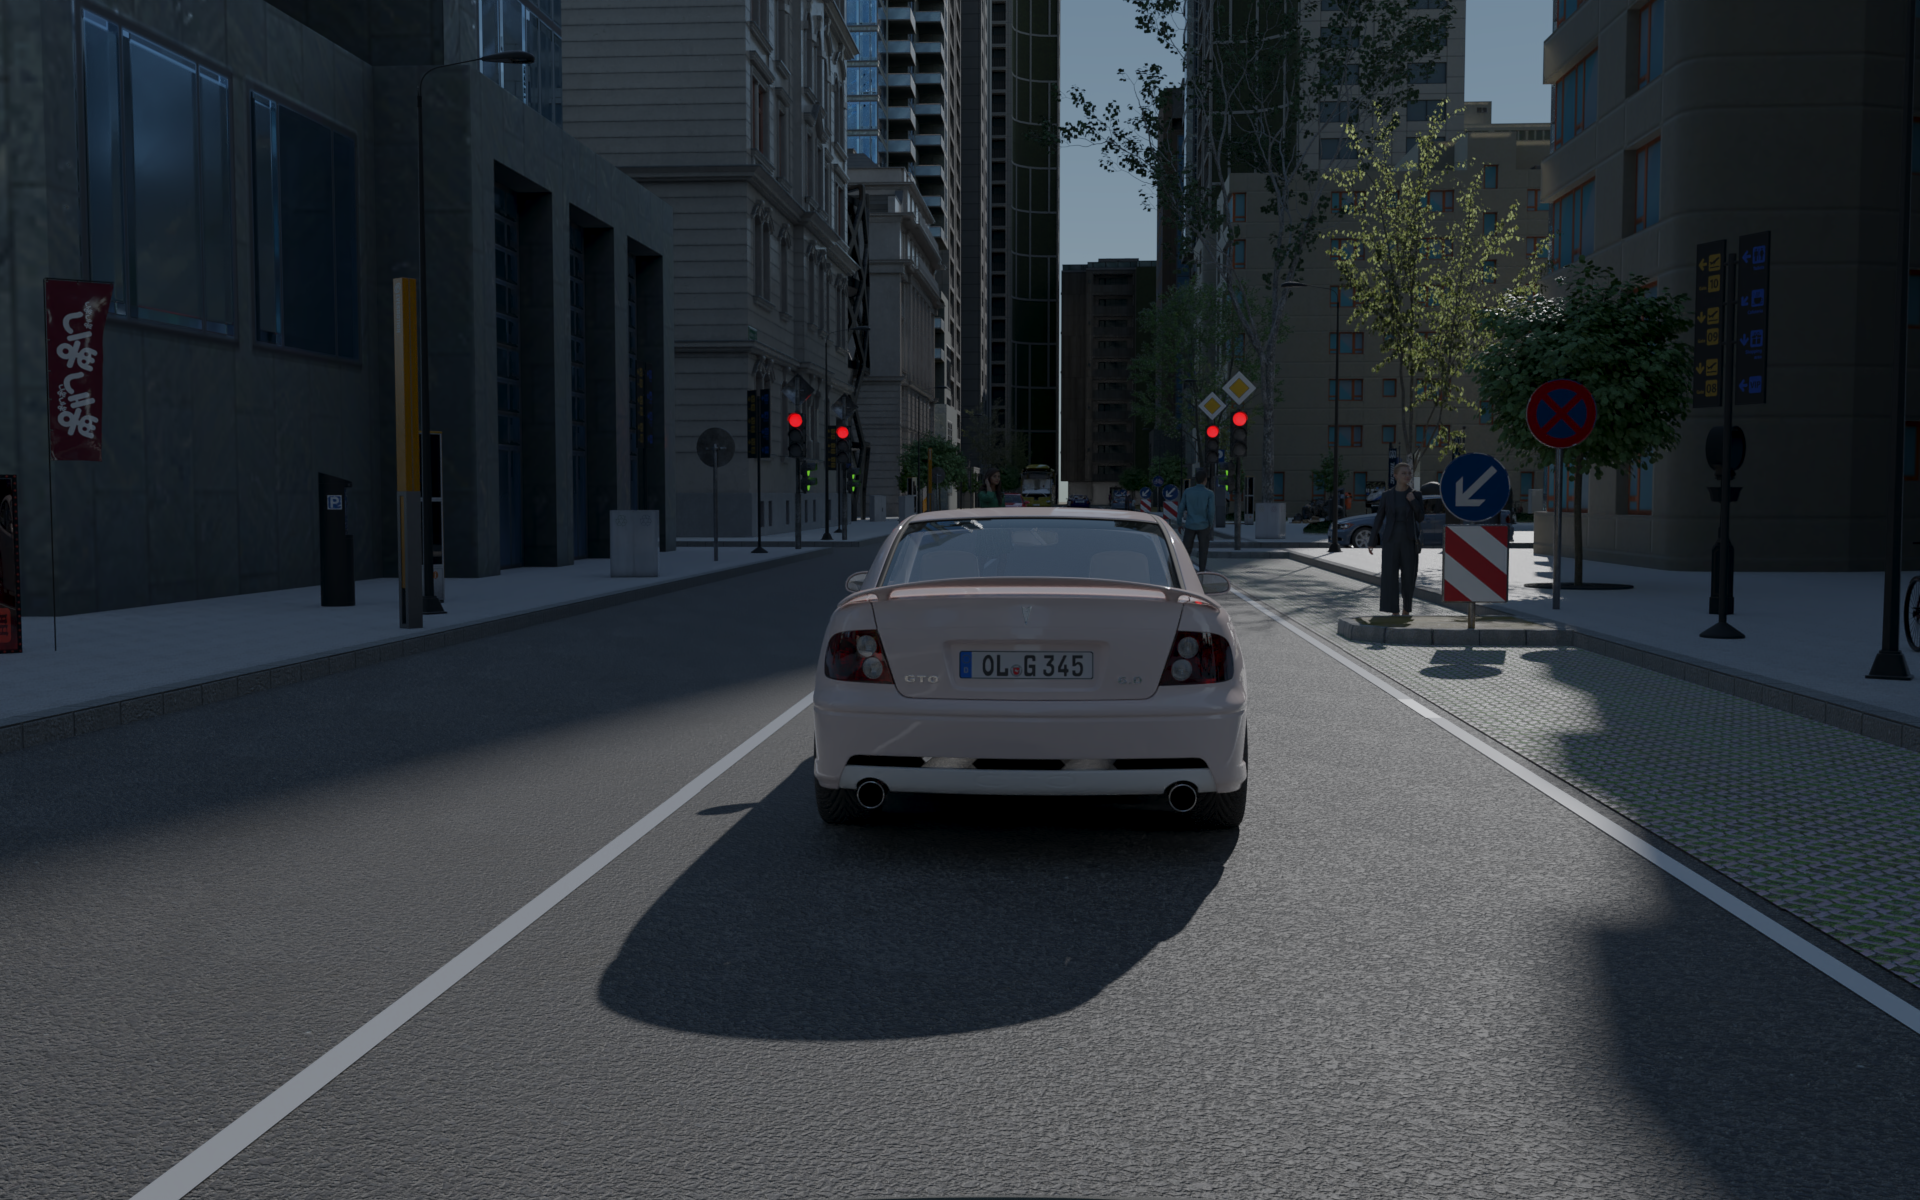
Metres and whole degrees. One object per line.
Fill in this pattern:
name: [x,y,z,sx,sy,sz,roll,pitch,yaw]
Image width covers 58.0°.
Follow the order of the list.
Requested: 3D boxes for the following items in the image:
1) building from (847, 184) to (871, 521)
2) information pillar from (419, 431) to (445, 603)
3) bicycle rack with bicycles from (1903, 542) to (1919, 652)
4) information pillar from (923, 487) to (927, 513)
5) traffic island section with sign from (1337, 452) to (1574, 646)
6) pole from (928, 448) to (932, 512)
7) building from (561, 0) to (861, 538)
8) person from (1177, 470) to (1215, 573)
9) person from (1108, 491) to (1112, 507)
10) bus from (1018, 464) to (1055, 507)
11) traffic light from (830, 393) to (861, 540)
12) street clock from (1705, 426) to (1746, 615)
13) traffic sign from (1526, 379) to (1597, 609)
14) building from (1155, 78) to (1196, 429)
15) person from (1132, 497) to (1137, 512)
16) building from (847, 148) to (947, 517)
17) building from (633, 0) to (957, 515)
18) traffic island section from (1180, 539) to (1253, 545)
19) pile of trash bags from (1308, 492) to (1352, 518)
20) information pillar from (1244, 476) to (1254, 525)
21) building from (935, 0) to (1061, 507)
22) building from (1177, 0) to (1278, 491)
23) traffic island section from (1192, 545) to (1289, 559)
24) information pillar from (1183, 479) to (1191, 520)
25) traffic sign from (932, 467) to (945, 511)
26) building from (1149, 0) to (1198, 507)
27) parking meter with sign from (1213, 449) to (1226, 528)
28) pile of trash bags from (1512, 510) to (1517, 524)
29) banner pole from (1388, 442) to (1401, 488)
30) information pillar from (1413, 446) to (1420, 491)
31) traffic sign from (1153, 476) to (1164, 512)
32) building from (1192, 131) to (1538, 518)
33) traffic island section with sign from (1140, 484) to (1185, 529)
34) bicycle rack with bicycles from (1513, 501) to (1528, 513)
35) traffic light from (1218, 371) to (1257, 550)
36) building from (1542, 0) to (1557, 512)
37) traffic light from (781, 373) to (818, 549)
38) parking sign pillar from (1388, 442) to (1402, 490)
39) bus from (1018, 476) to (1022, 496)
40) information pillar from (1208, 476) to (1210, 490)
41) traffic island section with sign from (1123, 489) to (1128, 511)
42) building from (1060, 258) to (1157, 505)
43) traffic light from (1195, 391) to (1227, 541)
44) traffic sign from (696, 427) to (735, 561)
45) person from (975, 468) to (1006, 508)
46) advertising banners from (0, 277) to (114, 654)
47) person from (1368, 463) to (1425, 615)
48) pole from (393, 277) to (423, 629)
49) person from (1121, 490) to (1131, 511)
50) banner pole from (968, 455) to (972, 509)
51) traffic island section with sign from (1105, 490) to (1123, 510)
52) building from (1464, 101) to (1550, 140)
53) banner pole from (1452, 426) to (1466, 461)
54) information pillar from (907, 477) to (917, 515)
building: [-12.877,-13.150,82.462,16.820,18.784,16.811,0,4,4]
information pillar: [-6.269,-0.966,20.287,0.304,2.012,0.304,2,4,25]
bicycle rack with bicycles: [8.424,0.046,12.627,2.852,0.926,2.925,1,4,18]
information pillar: [-1.933,-6.593,99.155,0.504,3.616,0.183,3,5,40]
traffic island section with sign: [4.835,-0.526,17.227,1.989,1.847,2.006,0,4,4]
pole: [-1.336,-5.074,76.802,0.158,3.312,0.155,0,3,0]
building: [-11.558,-16.774,61.649,14.401,28.519,23.554,0,4,4]
person: [3.824,-1.203,28.192,0.660,1.820,0.620,1,4,21]
person: [15.582,-10.475,180.450,0.721,1.739,1.217,0,4,-6]
bus: [6.681,-9.525,147.285,2.896,3.916,12.252,0,4,4]
traffic light: [-3.203,-3.626,48.207,0.839,4.253,0.868,0,4,4]
street clock: [8.129,-0.848,18.428,0.471,2.002,0.358,-3,5,-41]
traffic sign: [6.645,-1.169,19.223,0.768,2.556,0.104,0,4,4]
building: [28.472,-32.857,187.319,14.600,45.320,14.200,0,4,4]
person: [11.548,-6.216,114.822,0.352,1.250,0.332,1,4,15]
building: [-8.384,-16.287,108.098,13.314,21.916,24.055,0,4,4]
building: [-11.027,-50.465,137.778,22.319,86.520,31.000,0,4,4]
traffic island section: [6.925,-1.551,47.642,2.009,0.180,2.903,0,4,4]
pile of trash bags: [19.791,-5.032,92.029,1.912,1.369,3.447,3,5,44]
information pillar: [11.935,-4.095,71.448,0.304,2.012,0.304,-1,4,-12]
building: [2.162,-47.661,217.511,20.611,71.187,20.563,0,4,4]
building: [27.680,-42.807,138.154,20.563,71.187,20.611,0,4,4]
traffic island section: [6.376,-1.064,39.676,2.009,0.180,2.903,0,4,4]
information pillar: [11.196,-4.951,85.435,0.304,2.012,0.304,1,4,17]
traffic sign: [-1.082,-5.004,81.924,0.768,2.556,0.104,1,4,12]
building: [29.930,-52.029,163.350,22.319,86.520,31.000,0,4,4]
parking meter with sign: [10.001,-4.317,66.838,0.543,3.016,1.738,0,4,3]
pile of trash bags: [21.925,-3.937,74.124,3.447,1.369,1.912,0,4,-4]
banner pole: [20.875,-5.693,83.095,0.401,3.779,0.863,-3,5,-40]
information pillar: [22.201,-5.681,84.236,0.504,3.616,0.183,-3,4,-39]
traffic sign: [13.908,-7.432,121.626,0.768,2.556,0.104,1,4,10]
building: [29.273,-16.024,107.030,27.650,21.520,28.899,0,4,4]
traffic island section with sign: [8.618,-3.887,72.183,1.989,1.847,2.006,0,4,4]
bicycle rack with bicycles: [28.183,-4.667,89.686,2.852,0.926,2.925,2,4,35]
traffic light: [6.337,-3.097,39.564,0.839,4.253,0.868,0,4,4]
building: [35.552,-26.798,57.751,30.456,49.044,23.786,0,4,4]
traffic light: [-3.752,-3.139,40.241,0.839,4.253,0.868,0,4,4]
parking sign pillar: [22.792,-6.253,90.703,1.447,3.967,1.447,2,4,26]
bus: [7.417,-10.700,166.496,2.896,3.916,12.252,0,4,5]
information pillar: [10.419,-4.152,72.385,0.304,2.012,0.304,2,4,34]
traffic island section with sign: [10.497,-5.542,99.240,1.989,1.847,2.006,0,4,4]
building: [19.447,-27.122,215.139,14.107,30.474,14.160,0,4,4]
traffic light: [6.886,-3.585,47.531,0.839,4.253,0.868,0,4,4]
traffic sign: [-4.669,-2.016,33.069,0.768,2.556,0.104,1,4,10]
person: [0.445,-0.935,24.037,0.529,1.795,0.600,3,5,43]
advertising banners: [-7.793,-1.074,13.740,2.074,3.025,0.090,-3,4,-38]
person: [4.793,-0.614,18.964,0.576,1.772,0.534,0,4,-6]
pole: [-5.252,-1.384,16.476,0.158,3.312,0.155,0,3,0]
person: [12.586,-7.459,131.251,0.742,1.727,0.445,-1,4,-15]
banner pole: [0.633,-7.381,110.699,0.401,3.779,0.863,-1,4,-15]
traffic island section with sign: [15.790,-10.245,176.138,1.989,1.847,2.006,0,4,4]
building: [50.443,-29.703,177.530,23.993,40.220,32.217,0,4,4]
banner pole: [18.316,-4.500,63.590,0.863,3.779,0.401,-2,4,-33]
information pillar: [-2.111,-4.387,76.220,0.304,2.012,0.304,3,4,39]
